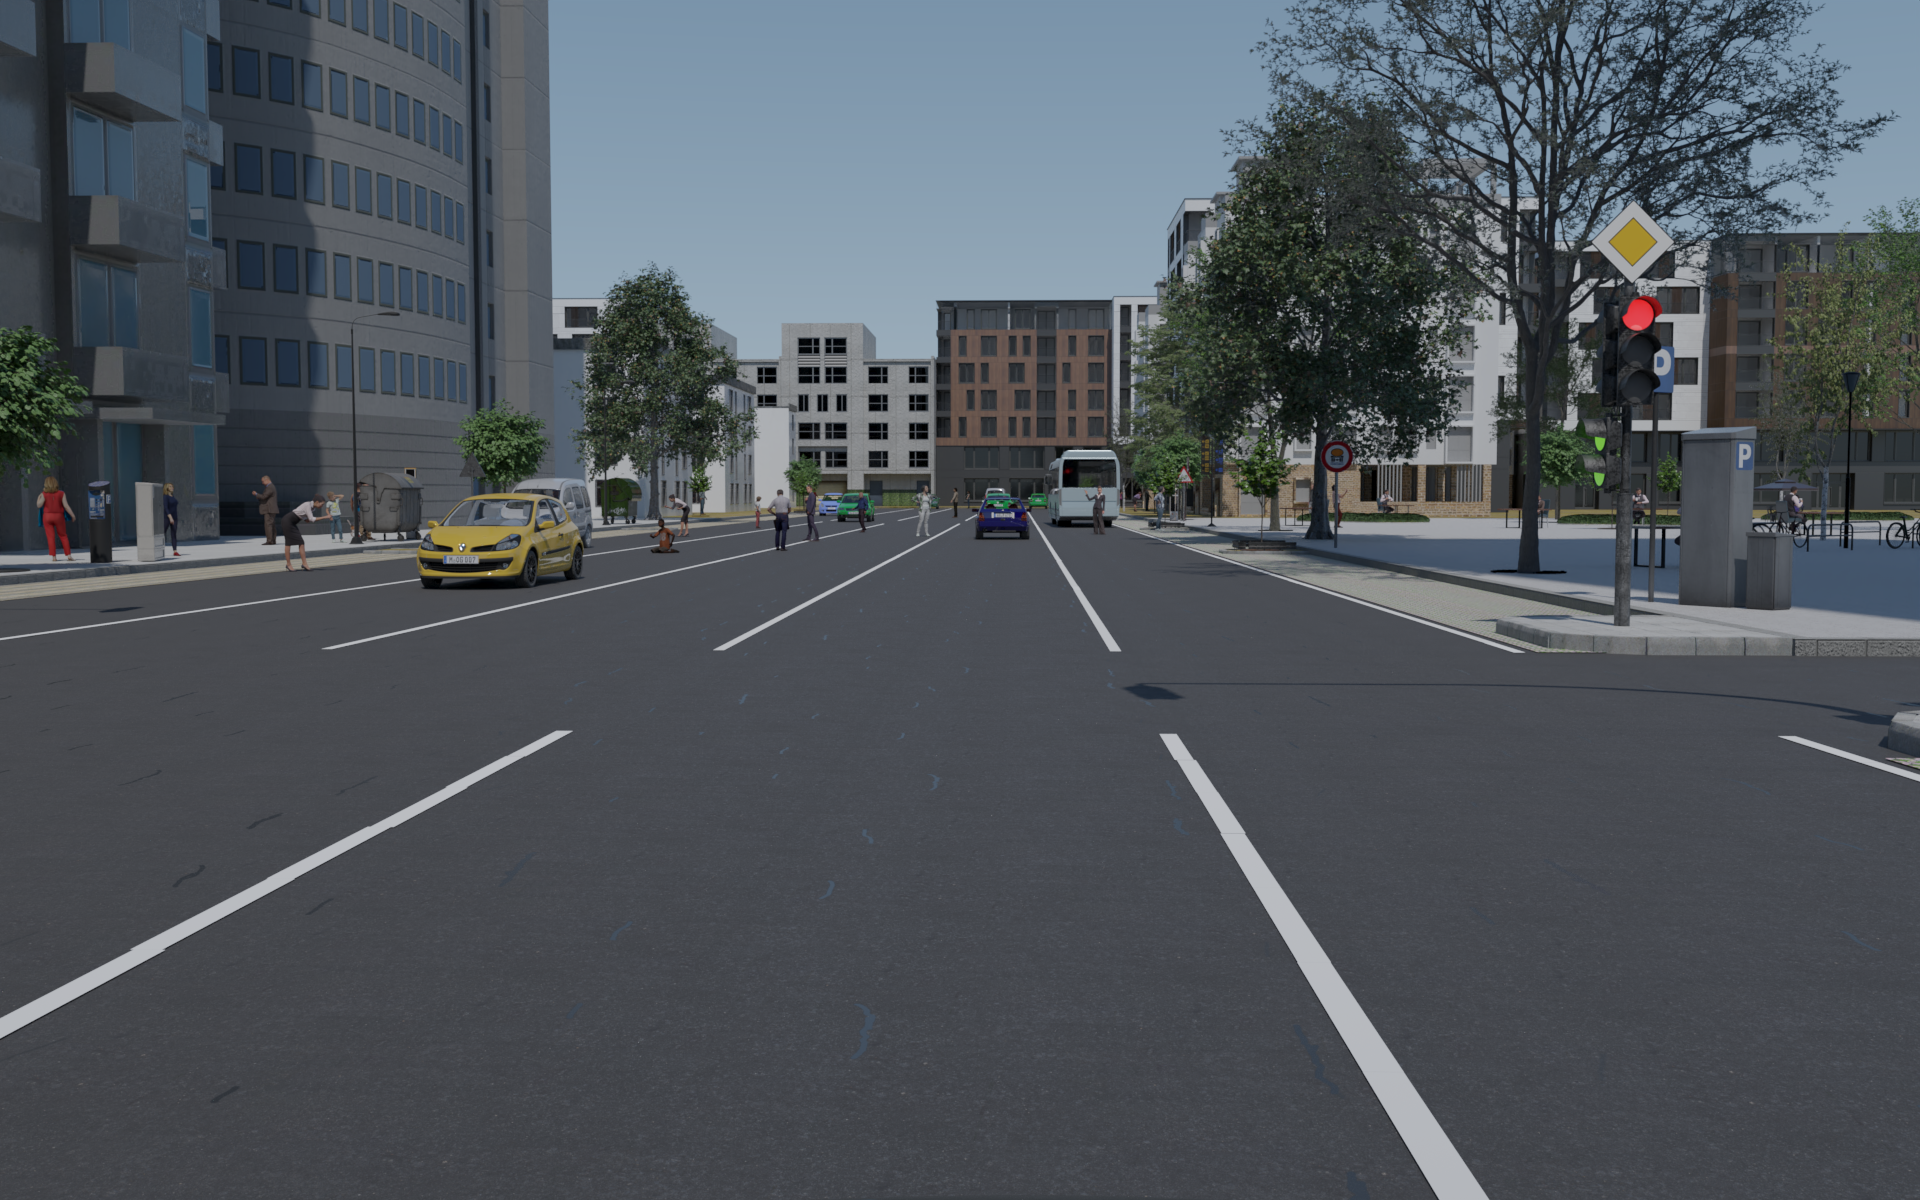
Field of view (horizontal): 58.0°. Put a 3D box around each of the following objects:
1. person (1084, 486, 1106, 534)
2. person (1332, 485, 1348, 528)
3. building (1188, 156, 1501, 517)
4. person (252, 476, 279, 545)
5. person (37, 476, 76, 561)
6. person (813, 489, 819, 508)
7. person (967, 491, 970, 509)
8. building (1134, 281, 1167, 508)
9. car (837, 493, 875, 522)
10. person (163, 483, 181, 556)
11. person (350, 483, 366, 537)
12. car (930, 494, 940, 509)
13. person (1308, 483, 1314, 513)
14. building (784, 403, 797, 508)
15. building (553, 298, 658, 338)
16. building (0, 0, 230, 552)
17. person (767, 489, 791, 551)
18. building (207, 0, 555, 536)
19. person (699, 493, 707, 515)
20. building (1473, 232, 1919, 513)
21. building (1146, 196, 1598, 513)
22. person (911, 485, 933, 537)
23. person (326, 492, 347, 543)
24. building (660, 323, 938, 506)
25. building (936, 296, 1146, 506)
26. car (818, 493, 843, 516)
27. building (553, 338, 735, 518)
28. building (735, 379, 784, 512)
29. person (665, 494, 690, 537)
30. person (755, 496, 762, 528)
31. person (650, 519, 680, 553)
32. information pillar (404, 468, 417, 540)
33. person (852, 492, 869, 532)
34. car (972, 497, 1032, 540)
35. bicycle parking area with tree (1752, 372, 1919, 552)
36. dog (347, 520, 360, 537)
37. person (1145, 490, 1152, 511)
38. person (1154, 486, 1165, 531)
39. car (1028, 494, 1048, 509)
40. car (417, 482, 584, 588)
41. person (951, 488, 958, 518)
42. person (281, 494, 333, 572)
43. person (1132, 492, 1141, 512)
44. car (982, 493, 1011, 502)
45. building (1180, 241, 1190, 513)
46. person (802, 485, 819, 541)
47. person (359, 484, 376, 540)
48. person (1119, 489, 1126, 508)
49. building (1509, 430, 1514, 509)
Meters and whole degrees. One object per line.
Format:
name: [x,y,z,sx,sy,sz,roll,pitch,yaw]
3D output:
person: [4.792,-3.186,61.390,0.742,1.727,0.445,0,4,-7]
person: [14.463,-3.580,66.030,0.517,1.644,0.566,-2,4,-35]
building: [22.339,-15.059,102.629,16.016,20.091,11.380,0,4,2]
person: [-17.452,-2.253,43.560,0.600,1.739,0.565,-3,5,-44]
person: [-17.218,-1.543,32.983,0.593,1.614,0.444,0,4,-3]
person: [-12.977,-9.125,155.193,0.705,1.831,1.348,1,4,16]
person: [0.776,-9.911,171.263,0.721,1.735,1.217,0,4,7]
building: [24.175,-18.507,159.016,16.016,20.091,11.380,0,4,2]
car: [-5.407,-4.979,90.207,1.959,1.807,4.718,0,4,0]
person: [-16.420,-1.665,35.812,0.613,1.512,0.480,0,4,-8]
person: [-16.979,-2.527,49.221,0.647,1.594,0.662,0,4,-5]
car: [-2.941,-9.474,166.698,2.131,1.459,4.920,0,4,1]
person: [17.477,-4.876,85.887,0.434,1.807,0.598,-1,4,-15]
building: [-29.700,-13.414,161.470,28.070,9.664,9.099,0,4,2]
building: [-50.268,-21.461,194.860,32.646,21.610,27.936,0,4,2]
building: [-30.729,-25.378,34.540,23.786,49.044,30.456,0,4,2]
person: [-4.577,-2.029,43.891,0.614,1.554,0.590,0,4,2]
building: [-29.361,-31.896,63.501,21.231,58.520,28.212,0,4,2]
person: [-15.983,-6.206,107.598,0.705,1.814,1.350,0,4,7]
building: [64.086,-18.694,149.623,32.646,21.610,27.936,0,4,2]
building: [29.948,-17.842,135.684,27.936,21.610,32.646,0,4,2]
person: [-1.221,-3.012,58.467,0.841,1.734,0.376,-2,4,-27]
person: [-16.399,-2.177,45.549,0.340,1.345,0.435,3,5,41]
building: [-18.158,-19.648,187.705,31.486,18.905,16.747,0,4,2]
building: [14.090,-21.329,192.707,32.646,21.610,27.936,0,4,2]
car: [-8.346,-6.406,114.321,1.945,1.707,3.694,0,4,1]
building: [-20.998,-10.104,107.355,9.099,9.664,28.070,0,4,2]
building: [-20.486,-11.840,135.731,9.099,9.664,28.070,0,4,2]
person: [-9.413,-2.829,57.937,0.628,1.438,0.799,2,4,25]
person: [-8.410,-3.664,72.308,0.340,1.345,0.435,-2,4,-31]
person: [-7.238,-1.538,41.932,0.859,0.850,0.655,2,4,35]
information pillar: [-15.485,-2.715,48.876,0.304,2.012,0.304,-1,4,-13]
person: [-3.745,-3.280,64.815,0.600,1.496,0.574,-1,4,-13]
car: [1.351,-2.647,55.862,1.945,1.354,3.894,0,4,0]
bicycle parking area with tree: [22.191,-3.154,38.565,9.016,4.147,8.231,-1,4,-20]
dog: [-18.246,-2.180,52.480,0.406,0.507,0.540,1,4,9]
person: [14.092,-7.581,130.019,0.705,1.821,1.348,-1,4,-13]
person: [7.750,-3.549,67.242,0.376,1.734,0.841,1,4,21]
car: [7.513,-9.614,165.982,1.959,1.807,4.718,0,4,3]
car: [-7.303,-1.067,27.669,2.015,1.641,3.980,0,4,3]
person: [-0.304,-5.932,105.490,0.705,1.823,1.348,1,4,14]
person: [-12.091,-1.242,31.995,0.799,1.438,0.628,-3,5,-42]
person: [12.808,-7.106,125.454,0.697,1.427,0.421,-1,4,-17]
car: [2.179,-5.395,96.998,1.959,1.807,4.718,0,4,3]
building: [22.768,-15.753,113.980,16.016,20.091,11.380,0,4,2]
person: [-4.540,-2.644,52.643,0.530,1.710,0.541,0,4,-2]
person: [-16.485,-2.448,48.138,0.319,1.574,0.516,2,4,26]
person: [14.357,-9.088,155.309,1.217,1.739,0.721,-1,4,-16]
building: [42.273,-18.332,156.142,11.380,20.091,16.016,0,4,2]
